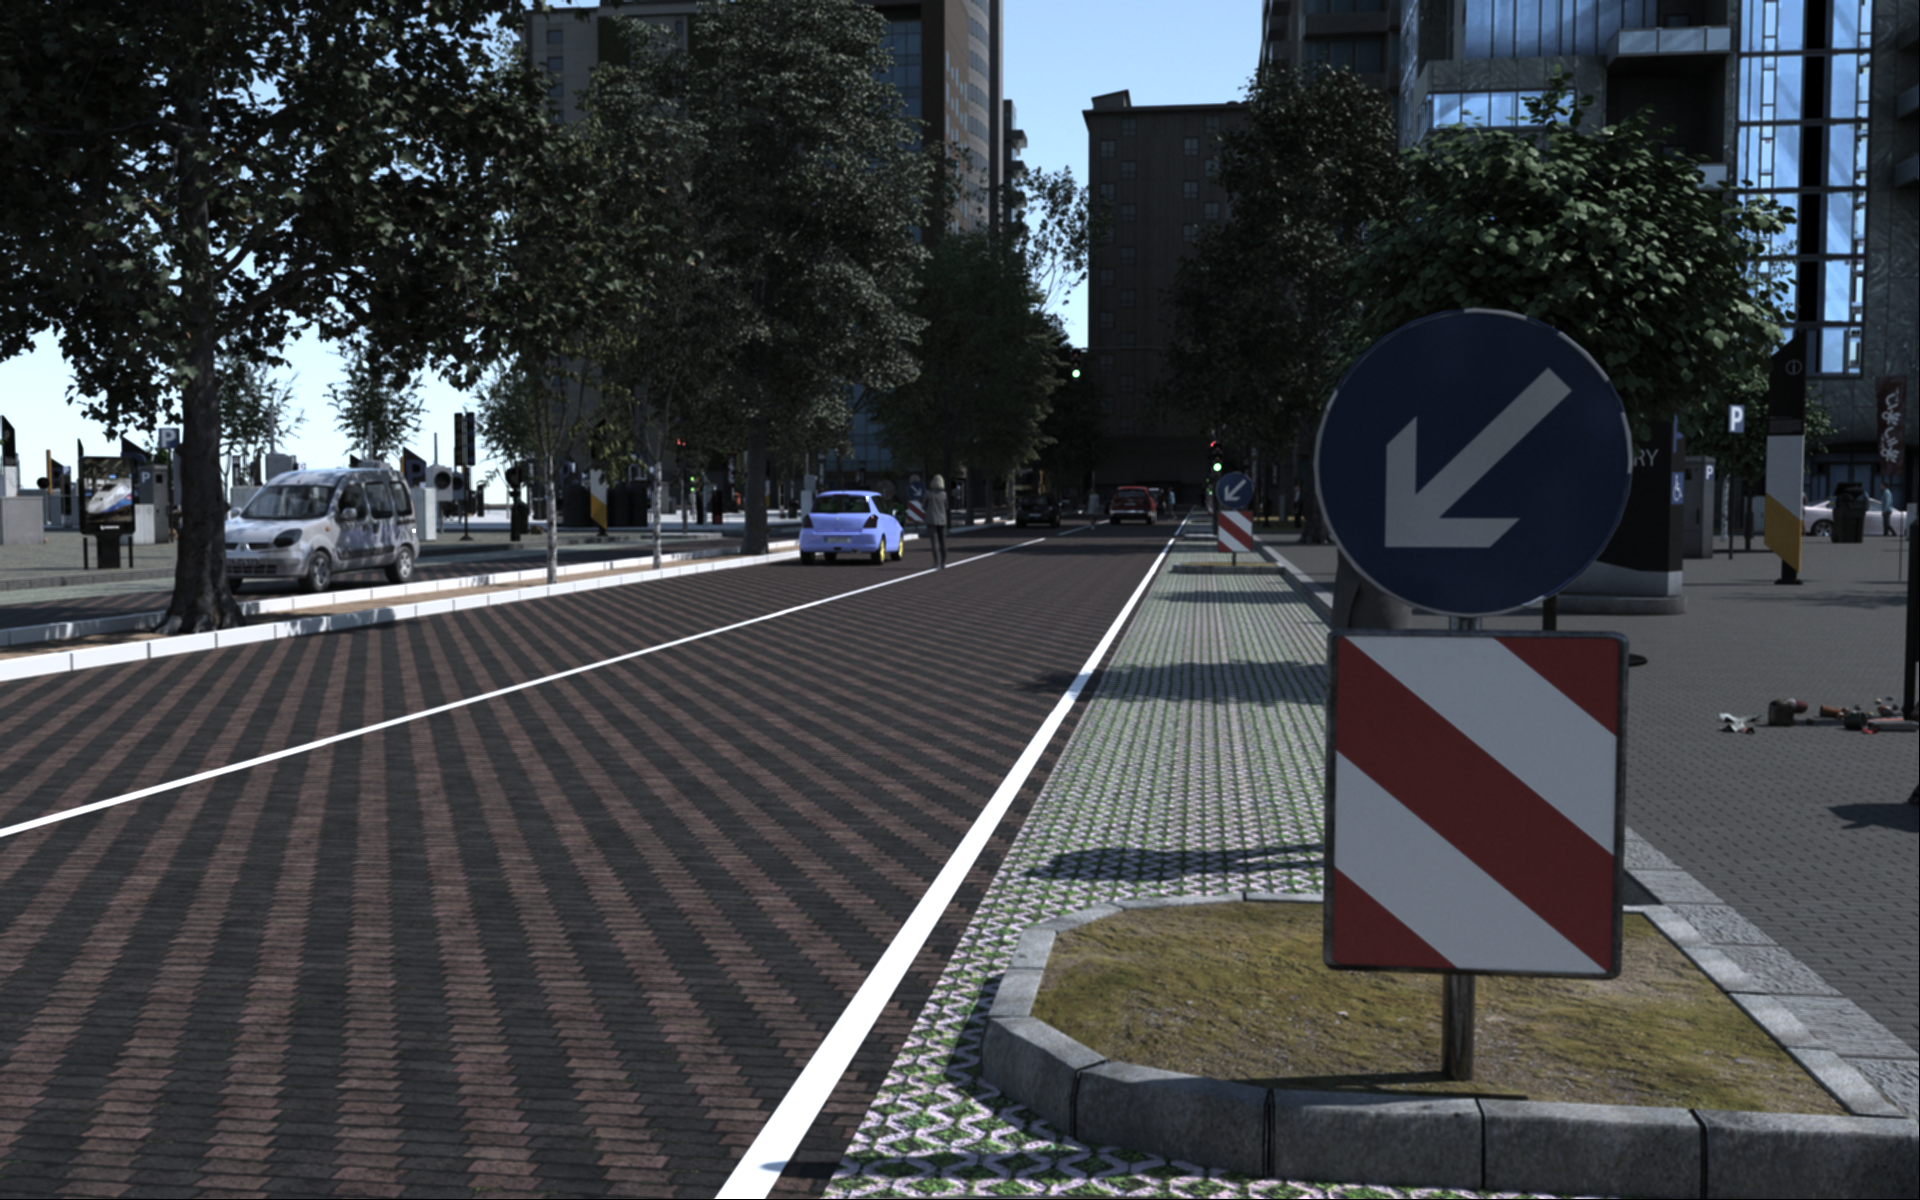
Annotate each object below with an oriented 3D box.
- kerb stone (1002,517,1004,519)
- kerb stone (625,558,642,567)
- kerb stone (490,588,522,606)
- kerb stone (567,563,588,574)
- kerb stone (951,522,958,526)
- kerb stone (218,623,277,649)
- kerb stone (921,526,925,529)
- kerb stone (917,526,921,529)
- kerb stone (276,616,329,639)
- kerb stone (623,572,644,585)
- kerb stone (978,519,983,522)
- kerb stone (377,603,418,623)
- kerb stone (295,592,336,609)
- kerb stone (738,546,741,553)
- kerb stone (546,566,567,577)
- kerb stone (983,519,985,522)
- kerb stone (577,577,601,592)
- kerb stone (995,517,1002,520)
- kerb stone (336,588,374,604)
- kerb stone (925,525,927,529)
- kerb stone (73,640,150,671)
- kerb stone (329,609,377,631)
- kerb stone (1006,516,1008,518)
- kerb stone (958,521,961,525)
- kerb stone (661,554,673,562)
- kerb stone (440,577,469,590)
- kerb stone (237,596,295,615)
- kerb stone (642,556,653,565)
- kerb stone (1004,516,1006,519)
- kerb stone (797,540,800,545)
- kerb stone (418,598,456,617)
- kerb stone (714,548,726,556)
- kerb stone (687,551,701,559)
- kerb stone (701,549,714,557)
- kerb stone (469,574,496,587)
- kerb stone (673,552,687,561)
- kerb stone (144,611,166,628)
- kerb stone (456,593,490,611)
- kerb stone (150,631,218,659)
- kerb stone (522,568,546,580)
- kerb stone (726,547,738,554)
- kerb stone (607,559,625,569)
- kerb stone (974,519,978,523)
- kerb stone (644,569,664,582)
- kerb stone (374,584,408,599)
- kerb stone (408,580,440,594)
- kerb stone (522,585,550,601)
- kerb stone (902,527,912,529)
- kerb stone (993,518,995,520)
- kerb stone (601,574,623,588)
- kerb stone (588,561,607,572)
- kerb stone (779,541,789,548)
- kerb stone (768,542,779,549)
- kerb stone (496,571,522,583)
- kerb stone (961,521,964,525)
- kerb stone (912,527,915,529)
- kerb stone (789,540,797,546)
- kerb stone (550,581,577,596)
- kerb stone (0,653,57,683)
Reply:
[{"bbox_3d":[2.199,-4.547,96.546,0.120,0.150,1.000,0,4,8],"label":"kerb stone"},{"bbox_3d":[-6.537,-0.730,34.137,0.120,0.150,1.000,0,4,8],"label":"kerb stone"},{"bbox_3d":[-6.018,-0.023,22.654,0.120,0.150,1.000,0,4,8],"label":"kerb stone"},{"bbox_3d":[-6.955,-0.543,31.070,0.120,0.150,1.000,0,4,8],"label":"kerb stone"},{"bbox_3d":[-0.351,-3.428,78.289,0.120,0.150,1.000,0,4,8],"label":"kerb stone"},{"bbox_3d":[-6.870,0.346,16.546,0.120,0.150,1.000,0,4,8],"label":"kerb stone"},{"bbox_3d":[-1.625,-2.873,69.172,0.120,0.150,1.000,0,4,8],"label":"kerb stone"},{"bbox_3d":[-1.771,-2.808,68.158,0.120,0.150,1.000,0,4,8],"label":"kerb stone"},{"bbox_3d":[-6.732,0.283,17.571,0.120,0.150,1.000,0,4,8],"label":"kerb stone"},{"bbox_3d":[-5.311,-0.338,27.719,0.120,0.150,1.000,0,4,8],"label":"kerb stone"},{"bbox_3d":[0.926,-3.987,87.411,0.120,0.150,1.000,0,4,8],"label":"kerb stone"},{"bbox_3d":[-6.448,0.158,19.608,0.120,0.150,1.000,0,4,8],"label":"kerb stone"},{"bbox_3d":[-8.239,0.016,21.939,0.120,0.150,1.000,0,4,8],"label":"kerb stone"},{"bbox_3d":[-5.391,-1.219,42.252,0.120,0.150,1.000,0,4,8],"label":"kerb stone"},{"bbox_3d":[-7.100,-0.481,30.058,0.120,0.150,1.000,0,4,8],"label":"kerb stone"},{"bbox_3d":[1.066,-4.051,88.424,0.120,0.150,1.000,0,4,8],"label":"kerb stone"},{"bbox_3d":[-5.594,-0.214,25.694,0.120,0.150,1.000,0,4,8],"label":"kerb stone"},{"bbox_3d":[2.069,-4.485,95.532,0.120,0.150,1.000,0,4,8],"label":"kerb stone"},{"bbox_3d":[-8.099,-0.046,22.951,0.120,0.150,1.000,0,4,8],"label":"kerb stone"},{"bbox_3d":[-1.486,-2.932,70.187,0.120,0.150,1.000,0,4,8],"label":"kerb stone"},{"bbox_3d":[-7.160,0.471,14.497,0.120,0.150,1.000,0,4,8],"label":"kerb stone"},{"bbox_3d":[-6.584,0.227,18.591,0.120,0.150,1.000,0,4,8],"label":"kerb stone"},{"bbox_3d":[2.486,-4.673,98.593,0.120,0.150,1.000,0,4,8],"label":"kerb stone"},{"bbox_3d":[-0.207,-3.493,79.303,0.120,0.150,1.000,0,4,8],"label":"kerb stone"},{"bbox_3d":[-6.248,-0.853,36.165,0.120,0.150,1.000,0,4,8],"label":"kerb stone"},{"bbox_3d":[-7.674,-0.232,25.990,0.120,0.150,1.000,0,4,8],"label":"kerb stone"},{"bbox_3d":[-8.380,0.079,20.927,0.120,0.150,1.000,0,4,8],"label":"kerb stone"},{"bbox_3d":[-6.393,-0.787,35.153,0.120,0.150,1.000,0,4,8],"label":"kerb stone"},{"bbox_3d":[2.349,-4.607,97.571,0.120,0.150,1.000,0,4,8],"label":"kerb stone"},{"bbox_3d":[-4.542,-1.598,48.344,0.120,0.150,1.000,0,4,8],"label":"kerb stone"},{"bbox_3d":[-6.304,0.098,20.622,0.120,0.150,1.000,0,4,8],"label":"kerb stone"},{"bbox_3d":[-5.679,-1.103,40.228,0.120,0.150,1.000,0,4,8],"label":"kerb stone"},{"bbox_3d":[-5.966,-0.976,38.199,0.120,0.150,1.000,0,4,8],"label":"kerb stone"},{"bbox_3d":[-5.821,-1.041,39.213,0.120,0.150,1.000,0,4,8],"label":"kerb stone"},{"bbox_3d":[-7.533,-0.294,27.002,0.120,0.150,1.000,0,4,8],"label":"kerb stone"},{"bbox_3d":[-6.113,-0.917,37.181,0.120,0.150,1.000,0,4,8],"label":"kerb stone"},{"bbox_3d":[-8.667,0.202,18.886,0.120,0.150,1.000,0,4,8],"label":"kerb stone"},{"bbox_3d":[-6.159,0.034,21.633,0.120,0.150,1.000,0,4,8],"label":"kerb stone"},{"bbox_3d":[-7.016,0.410,15.530,0.120,0.150,1.000,0,4,8],"label":"kerb stone"},{"bbox_3d":[-7.239,-0.419,29.046,0.120,0.150,1.000,0,4,8],"label":"kerb stone"},{"bbox_3d":[-5.541,-1.164,41.240,0.120,0.150,1.000,0,4,8],"label":"kerb stone"},{"bbox_3d":[-6.671,-0.665,33.116,0.120,0.150,1.000,0,4,8],"label":"kerb stone"},{"bbox_3d":[0.643,-3.861,85.386,0.120,0.150,1.000,0,4,8],"label":"kerb stone"},{"bbox_3d":[-5.171,-0.397,28.732,0.120,0.150,1.000,0,4,8],"label":"kerb stone"},{"bbox_3d":[-7.954,-0.106,23.963,0.120,0.150,1.000,0,4,8],"label":"kerb stone"},{"bbox_3d":[-7.815,-0.170,24.978,0.120,0.150,1.000,0,4,8],"label":"kerb stone"},{"bbox_3d":[-5.879,-0.090,23.669,0.120,0.150,1.000,0,4,8],"label":"kerb stone"},{"bbox_3d":[-2.052,-2.686,66.106,0.120,0.150,1.000,0,4,8],"label":"kerb stone"},{"bbox_3d":[1.636,-4.297,92.476,0.120,0.150,1.000,0,4,8],"label":"kerb stone"},{"bbox_3d":[-5.454,-0.276,26.707,0.120,0.150,1.000,0,4,8],"label":"kerb stone"},{"bbox_3d":[-6.822,-0.605,32.086,0.120,0.150,1.000,0,4,8],"label":"kerb stone"},{"bbox_3d":[-4.826,-1.475,46.310,0.120,0.150,1.000,0,4,8],"label":"kerb stone"},{"bbox_3d":[-4.974,-1.413,45.297,0.120,0.150,1.000,0,4,8],"label":"kerb stone"},{"bbox_3d":[-7.389,-0.357,28.028,0.120,0.150,1.000,0,4,8],"label":"kerb stone"},{"bbox_3d":[-0.061,-3.546,80.317,0.120,0.150,1.000,0,4,8],"label":"kerb stone"},{"bbox_3d":[-1.913,-2.747,67.135,0.120,0.150,1.000,0,4,8],"label":"kerb stone"},{"bbox_3d":[-4.686,-1.537,47.328,0.120,0.150,1.000,0,4,8],"label":"kerb stone"},{"bbox_3d":[-5.732,-0.150,24.680,0.120,0.150,1.000,0,4,8],"label":"kerb stone"},{"bbox_3d":[-7.304,0.533,13.485,0.120,0.150,1.000,0,4,8],"label":"kerb stone"}]
